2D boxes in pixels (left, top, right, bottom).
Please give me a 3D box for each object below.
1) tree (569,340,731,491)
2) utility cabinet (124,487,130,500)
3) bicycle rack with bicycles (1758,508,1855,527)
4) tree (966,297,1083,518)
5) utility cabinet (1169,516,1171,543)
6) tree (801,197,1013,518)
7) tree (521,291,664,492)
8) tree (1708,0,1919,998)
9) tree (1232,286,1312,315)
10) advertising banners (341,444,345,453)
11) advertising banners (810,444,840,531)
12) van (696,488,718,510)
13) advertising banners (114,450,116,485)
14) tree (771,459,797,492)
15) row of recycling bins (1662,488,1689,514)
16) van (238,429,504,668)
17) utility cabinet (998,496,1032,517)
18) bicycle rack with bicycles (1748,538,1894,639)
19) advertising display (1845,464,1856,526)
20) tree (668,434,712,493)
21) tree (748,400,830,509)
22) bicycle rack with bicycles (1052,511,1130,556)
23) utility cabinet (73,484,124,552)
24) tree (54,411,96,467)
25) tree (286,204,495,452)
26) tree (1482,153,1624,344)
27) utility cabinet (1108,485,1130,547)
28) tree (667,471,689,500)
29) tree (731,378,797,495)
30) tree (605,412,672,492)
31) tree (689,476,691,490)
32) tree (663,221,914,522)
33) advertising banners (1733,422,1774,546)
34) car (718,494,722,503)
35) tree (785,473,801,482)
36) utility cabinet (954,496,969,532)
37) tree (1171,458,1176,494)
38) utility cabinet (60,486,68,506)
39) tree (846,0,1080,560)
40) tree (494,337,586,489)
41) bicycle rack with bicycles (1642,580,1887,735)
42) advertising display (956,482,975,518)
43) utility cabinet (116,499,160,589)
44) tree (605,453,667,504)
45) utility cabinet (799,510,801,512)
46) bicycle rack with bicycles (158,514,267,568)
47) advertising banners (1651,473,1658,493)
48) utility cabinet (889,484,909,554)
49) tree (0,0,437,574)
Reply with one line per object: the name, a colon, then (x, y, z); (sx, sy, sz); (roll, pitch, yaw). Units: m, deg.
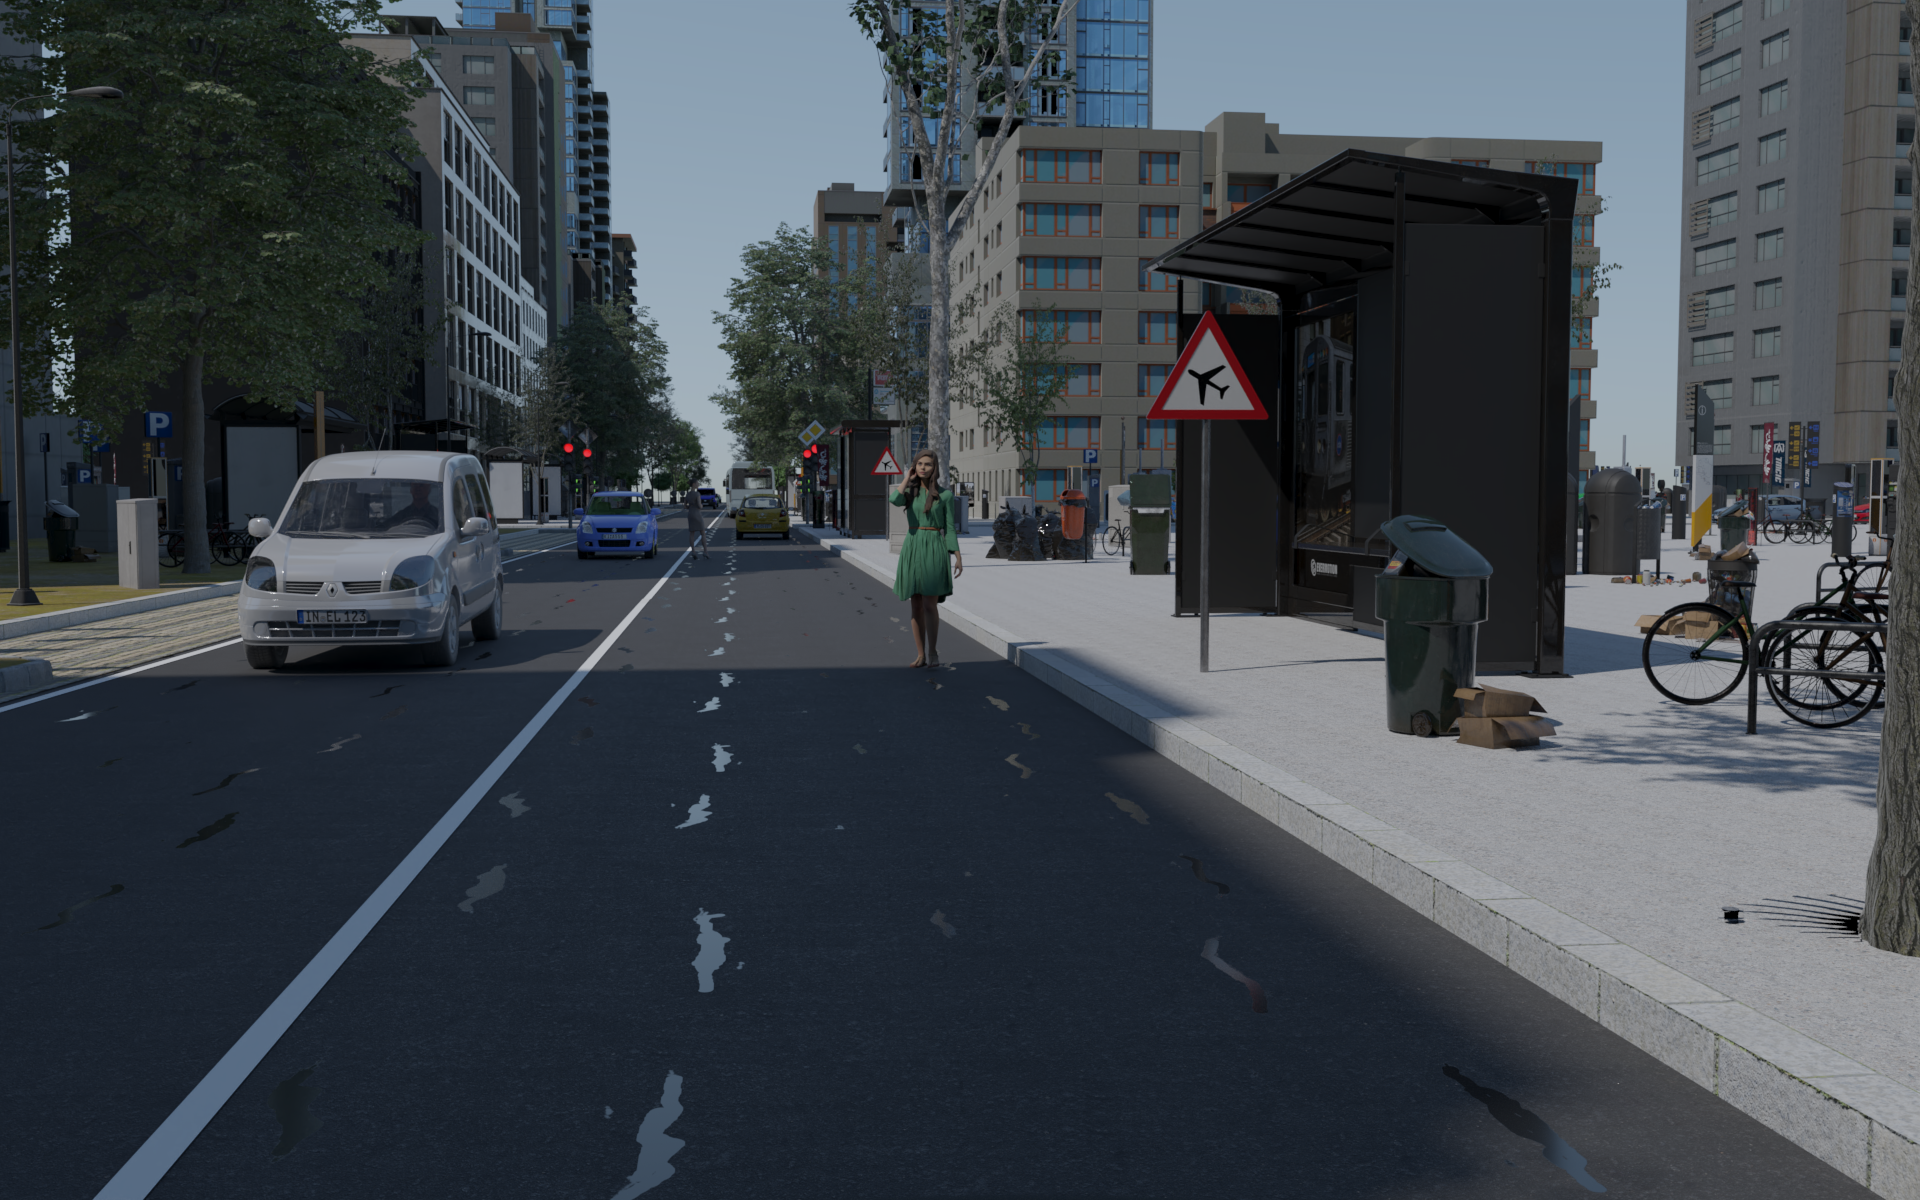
tree: (-26.523, -13.923, 138.014); (12.009, 13.543, 11.850); (0, 3, 0)
utility cabinet: (-26.264, -2.743, 53.523); (0.318, 1.500, 1.173); (2, 4, 28)
bicycle rack with bicycles: (21.836, -1.927, 44.882); (2.852, 0.926, 2.925); (-2, 4, -34)
tree: (2.474, -6.948, 63.964); (4.737, 8.622, 4.395); (0, 3, 0)
utility cabinet: (5.260, -2.105, 45.572); (0.306, 1.237, 1.020); (-1, 4, -11)
tree: (-1.124, -5.697, 43.506); (4.360, 8.622, 3.978); (0, 3, 0)
tree: (-22.808, -12.376, 109.010); (9.857, 13.997, 8.962); (0, 3, 0)
tree: (2.958, -4.823, 4.607); (9.928, 11.665, 9.643); (0, 3, 0)
tree: (8.998, -6.006, 48.552); (4.360, 8.622, 3.978); (0, 3, 0)
advertising banners: (-21.815, -3.954, 60.828); (0.090, 3.025, 2.074); (-2, 4, -30)
advertising banners: (-4.556, -4.182, 64.563); (2.074, 3.025, 0.090); (-1, 4, -14)
van: (-23.685, -9.606, 161.440); (2.240, 2.365, 5.245); (0, 4, -7)
advertising banners: (-34.165, -4.520, 70.089); (0.090, 3.025, 2.074); (-2, 4, -25)
tree: (-17.173, -11.251, 167.667); (4.285, 4.588, 4.351); (0, 3, 0)
row of recycling bins: (46.579, -6.352, 110.970); (1.069, 1.692, 3.534); (-3, 5, -40)
van: (-5.196, -0.527, 15.624); (2.013, 2.044, 4.112); (0, 4, -7)
utility cabinet: (1.539, -2.250, 47.944); (1.020, 1.237, 0.306); (-3, 5, -42)
bicycle rack with bicycles: (9.724, -0.182, 16.364); (2.925, 0.926, 2.852); (-1, 4, -23)
advertising display: (19.129, -1.960, 37.258); (0.123, 1.923, 0.974); (2, 4, 32)
tree: (-47.679, -23.556, 302.155); (9.611, 12.733, 9.660); (0, 3, 0)
tree: (-13.658, -12.613, 140.629); (7.601, 10.594, 8.767); (-1, 4, -11)
bicycle rack with bicycles: (2.887, -1.431, 36.775); (2.852, 0.926, 2.925); (2, 4, 33)
utility cabinet: (-18.925, -1.792, 37.979); (1.173, 1.500, 0.318); (2, 4, 29)
tree: (-30.623, -4.537, 57.886); (4.285, 4.588, 4.351); (0, 3, 0)
tree: (-14.658, -5.694, 43.457); (4.360, 8.622, 3.978); (0, 3, 0)
tree: (11.874, -5.313, 37.231); (4.360, 8.622, 3.978); (0, 3, 0)
utility cabinet: (3.995, -2.020, 41.713); (0.318, 1.500, 1.173); (-2, 4, -26)
tree: (-37.047, -14.160, 215.234); (4.285, 4.588, 4.351); (0, 3, 0)
tree: (-18.914, -16.433, 179.056); (12.009, 13.543, 11.850); (0, 3, 0)
tree: (-30.617, -13.957, 162.605); (7.601, 10.594, 8.767); (-3, 4, -38)
tree: (-40.031, -16.054, 246.187); (4.285, 4.588, 4.351); (0, 3, 0)
tree: (-7.010, -10.641, 80.639); (9.857, 13.997, 8.962); (0, 3, 0)
advertising banners: (19.657, -2.858, 42.919); (0.090, 3.025, 2.074); (0, 4, 1)
car: (-38.819, -16.248, 275.436); (2.009, 1.686, 4.222); (-1, 4, -9)
tree: (-12.878, -8.590, 135.051); (1.663, 3.219, 1.824); (0, 3, 0)
utility cabinet: (-0.132, -2.929, 59.045); (0.306, 1.237, 1.020); (-3, 4, -37)
tree: (10.356, -5.284, 80.987); (1.663, 3.219, 1.824); (0, 3, 0)
utility cabinet: (-23.646, -2.335, 46.849); (1.173, 1.500, 0.318); (-2, 4, -24)
tree: (1.092, -10.614, 29.431); (12.611, 20.169, 13.585); (0, 3, 0)
tree: (-19.793, -8.035, 81.741); (4.360, 8.622, 3.978); (0, 3, 0)
bicycle rack with bicycles: (5.368, 0.223, 9.729); (2.925, 0.926, 2.852); (2, 4, 32)
advertising display: (0.279, -5.278, 91.514); (0.974, 1.923, 0.123); (0, 4, 7)
utility cabinet: (-11.284, -0.770, 23.756); (0.306, 1.237, 1.020); (-3, 4, -39)
tree: (-24.823, -8.778, 127.229); (4.285, 4.588, 4.351); (0, 3, 0)
utility cabinet: (-12.584, -7.476, 133.401); (0.306, 1.237, 1.020); (2, 4, 32)
bicycle rack with bicycles: (-13.381, -1.115, 31.619); (2.925, 0.926, 2.852); (-2, 4, -35)
advertising banners: (57.790, -8.998, 143.304); (2.074, 3.025, 0.090); (-2, 4, -31)
utility cabinet: (-1.042, -1.707, 36.584); (0.318, 1.500, 1.173); (-3, 4, -38)
tree: (-11.986, -6.707, 27.793); (7.486, 12.596, 7.792); (0, 3, 0)
